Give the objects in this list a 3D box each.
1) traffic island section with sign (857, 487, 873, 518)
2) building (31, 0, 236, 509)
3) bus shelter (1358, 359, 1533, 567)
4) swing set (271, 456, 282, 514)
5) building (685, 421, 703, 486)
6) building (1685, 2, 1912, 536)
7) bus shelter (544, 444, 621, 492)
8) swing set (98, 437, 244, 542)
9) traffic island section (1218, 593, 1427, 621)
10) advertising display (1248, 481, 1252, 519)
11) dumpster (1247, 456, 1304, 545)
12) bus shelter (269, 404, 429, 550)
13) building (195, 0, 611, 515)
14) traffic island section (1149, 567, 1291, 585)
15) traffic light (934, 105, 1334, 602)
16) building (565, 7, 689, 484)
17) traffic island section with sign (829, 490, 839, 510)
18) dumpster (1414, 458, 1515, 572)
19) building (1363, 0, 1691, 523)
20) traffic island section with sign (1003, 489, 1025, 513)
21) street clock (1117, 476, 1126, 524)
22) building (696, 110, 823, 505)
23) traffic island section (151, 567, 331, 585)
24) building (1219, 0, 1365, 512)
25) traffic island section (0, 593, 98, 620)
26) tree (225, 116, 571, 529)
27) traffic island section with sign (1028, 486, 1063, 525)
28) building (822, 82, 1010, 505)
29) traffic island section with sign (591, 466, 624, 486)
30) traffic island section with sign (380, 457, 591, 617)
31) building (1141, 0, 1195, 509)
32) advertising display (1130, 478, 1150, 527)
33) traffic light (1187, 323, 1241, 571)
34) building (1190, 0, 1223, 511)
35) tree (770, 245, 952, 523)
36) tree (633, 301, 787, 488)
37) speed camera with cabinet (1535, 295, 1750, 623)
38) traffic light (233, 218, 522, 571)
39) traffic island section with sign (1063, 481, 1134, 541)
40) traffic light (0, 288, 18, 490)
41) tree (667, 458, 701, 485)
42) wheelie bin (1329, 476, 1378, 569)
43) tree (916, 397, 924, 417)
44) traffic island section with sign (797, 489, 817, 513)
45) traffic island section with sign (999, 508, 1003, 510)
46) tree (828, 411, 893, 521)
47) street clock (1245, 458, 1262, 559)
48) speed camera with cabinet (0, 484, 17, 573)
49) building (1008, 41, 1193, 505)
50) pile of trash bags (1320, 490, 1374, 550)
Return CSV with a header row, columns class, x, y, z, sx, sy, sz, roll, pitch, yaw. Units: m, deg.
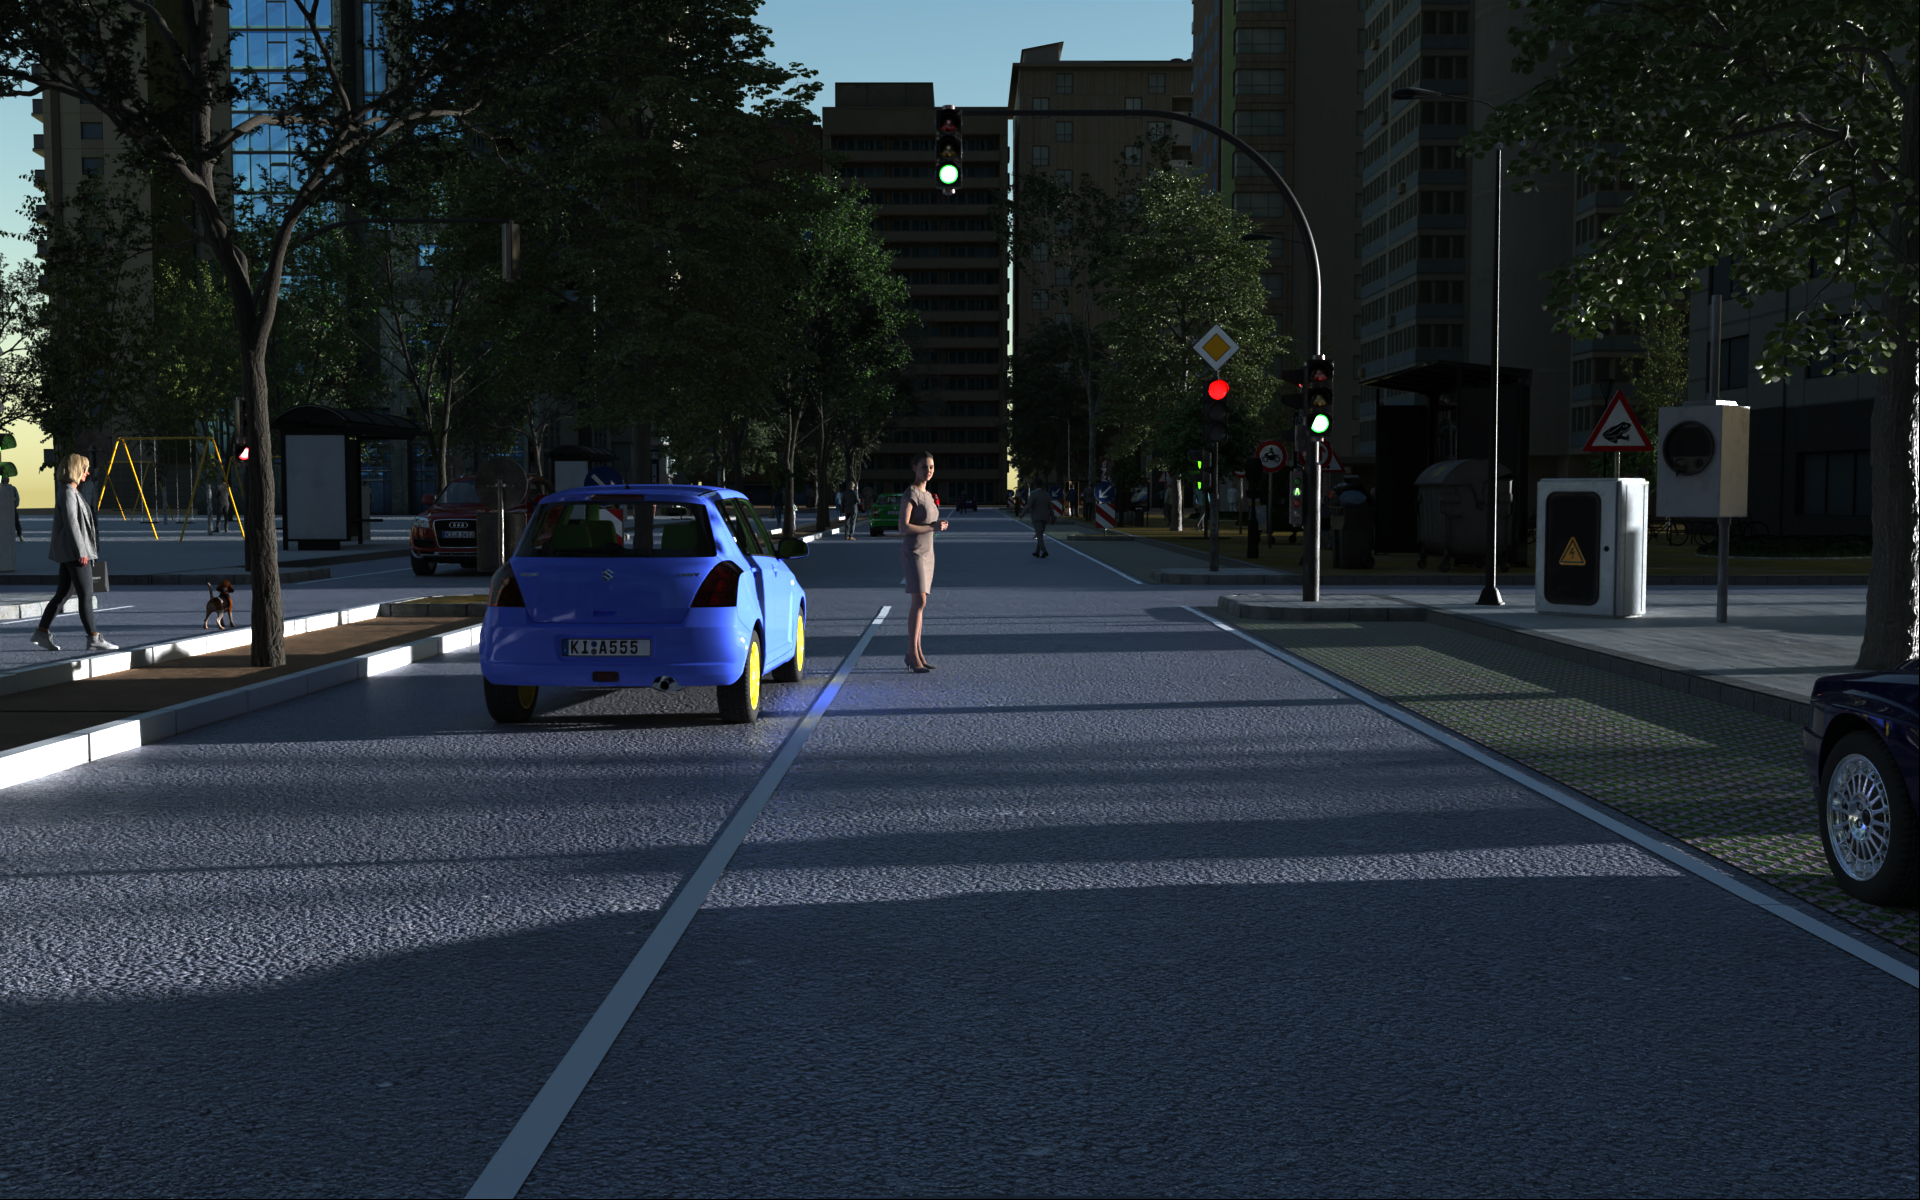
class,x,y,z,sx,sy,sz,roll,pitch,yaw
traffic island section with sign,-5.552,-5.838,103.591,2.006,1.907,1.989,0,4,0
building,-66.831,-37.655,157.654,28.212,58.520,21.231,0,4,0
bus shelter,9.215,-2.574,33.376,1.731,3.624,6.357,0,4,0
swing set,-28.832,-4.529,71.661,3.119,2.851,2.862,0,4,5
building,-43.017,-31.975,214.678,23.993,40.220,32.217,0,4,0
building,33.333,-36.990,43.040,20.611,71.187,20.563,0,4,0
bus shelter,-15.775,-4.819,72.712,2.014,3.302,5.546,0,4,0
swing set,-21.723,-3.060,47.655,3.119,2.851,2.862,1,4,12
traffic island section,4.221,0.092,20.784,2.009,0.180,2.903,0,4,0
advertising display,7.900,-2.534,46.643,0.123,1.923,0.974,0,4,1
dumpster,8.247,-2.558,44.322,1.502,2.255,1.985,0,3,0
bus shelter,-14.658,-2.931,41.841,2.014,3.302,5.546,0,3,0
building,-36.465,-49.228,117.548,22.319,86.520,31.000,0,4,0
traffic island section,4.239,-0.397,28.769,2.009,0.180,2.903,0,4,0
traffic light,2.089,-2.805,20.534,4.771,5.953,1.251,0,4,0
building,-38.986,-34.544,154.037,27.495,52.752,28.713,0,4,0
traffic island section with sign,-11.185,-9.108,157.538,1.989,1.847,2.006,0,4,0
dumpster,8.455,-1.424,29.034,1.264,1.857,1.865,0,4,0
building,33.078,-23.955,83.552,32.217,40.220,23.993,0,4,0
traffic island section with sign,4.469,-7.455,130.523,1.989,1.847,2.006,0,4,0
street clock,6.429,-3.935,68.908,0.358,2.002,0.471,1,4,9
building,-22.962,-33.972,205.555,14.200,45.320,14.600,0,4,0
traffic island section,-11.802,-0.399,28.810,2.009,0.180,2.903,0,4,0
building,24.185,-26.383,114.960,14.154,41.232,14.086,0,4,0
traffic island section,-11.820,0.089,20.825,2.009,0.180,2.903,0,4,0
tree,-14.760,-7.511,48.565,9.928,11.665,9.643,0,3,0
traffic island section with sign,4.366,-4.459,81.533,1.989,1.847,2.006,0,4,0
building,-5.057,-35.725,207.800,21.600,48.544,21.300,0,4,0
traffic island section with sign,-5.711,-1.243,28.452,2.006,1.907,1.989,0,4,0
traffic island section with sign,-5.737,-0.790,21.045,2.006,1.907,1.989,0,4,0
building,28.701,-51.268,150.898,22.319,86.520,31.000,0,4,0
advertising display,7.129,-3.885,68.736,0.123,1.923,0.974,-3,5,-42
traffic light,4.199,-2.430,28.655,0.839,4.253,0.868,0,4,0
building,25.172,-29.327,129.605,14.600,45.320,14.200,0,4,0
tree,-5.441,-10.492,84.364,12.009,13.543,11.850,0,3,0
tree,-13.993,-11.837,100.186,9.857,13.997,8.962,0,3,0
speed camera with cabinet,6.953,-1.432,17.744,0.660,3.252,2.038,-3,4,-38
traffic light,-9.670,-3.305,28.706,4.771,5.953,1.251,0,4,0
traffic island section with sign,4.302,-2.736,53.368,1.989,1.847,2.006,0,4,0
traffic light,-11.780,-1.943,20.690,0.839,4.253,0.868,0,4,0
tree,-14.078,-5.677,87.427,1.663,3.219,1.824,0,3,0
wheelie bin,6.753,-1.339,29.802,0.693,1.594,0.980,-1,4,-12
tree,-5.698,-8.422,74.567,8.767,10.594,7.601,0,4,0
traffic island section with sign,-11.247,-7.459,130.583,1.989,1.847,2.006,0,4,0
traffic island section with sign,4.536,-9.162,158.427,1.989,1.847,2.006,0,4,0
tree,-5.602,-8.578,93.062,4.360,8.622,3.978,0,3,0
street clock,5.845,-1.831,34.504,0.358,2.002,0.471,2,4,26
speed camera with cabinet,-16.534,-2.075,28.257,2.038,3.252,0.660,1,4,9
building,19.730,-38.037,211.150,27.495,52.752,28.713,0,4,0
pile of trash bags,9.184,-1.915,41.059,1.912,1.369,3.447,0,4,-1
